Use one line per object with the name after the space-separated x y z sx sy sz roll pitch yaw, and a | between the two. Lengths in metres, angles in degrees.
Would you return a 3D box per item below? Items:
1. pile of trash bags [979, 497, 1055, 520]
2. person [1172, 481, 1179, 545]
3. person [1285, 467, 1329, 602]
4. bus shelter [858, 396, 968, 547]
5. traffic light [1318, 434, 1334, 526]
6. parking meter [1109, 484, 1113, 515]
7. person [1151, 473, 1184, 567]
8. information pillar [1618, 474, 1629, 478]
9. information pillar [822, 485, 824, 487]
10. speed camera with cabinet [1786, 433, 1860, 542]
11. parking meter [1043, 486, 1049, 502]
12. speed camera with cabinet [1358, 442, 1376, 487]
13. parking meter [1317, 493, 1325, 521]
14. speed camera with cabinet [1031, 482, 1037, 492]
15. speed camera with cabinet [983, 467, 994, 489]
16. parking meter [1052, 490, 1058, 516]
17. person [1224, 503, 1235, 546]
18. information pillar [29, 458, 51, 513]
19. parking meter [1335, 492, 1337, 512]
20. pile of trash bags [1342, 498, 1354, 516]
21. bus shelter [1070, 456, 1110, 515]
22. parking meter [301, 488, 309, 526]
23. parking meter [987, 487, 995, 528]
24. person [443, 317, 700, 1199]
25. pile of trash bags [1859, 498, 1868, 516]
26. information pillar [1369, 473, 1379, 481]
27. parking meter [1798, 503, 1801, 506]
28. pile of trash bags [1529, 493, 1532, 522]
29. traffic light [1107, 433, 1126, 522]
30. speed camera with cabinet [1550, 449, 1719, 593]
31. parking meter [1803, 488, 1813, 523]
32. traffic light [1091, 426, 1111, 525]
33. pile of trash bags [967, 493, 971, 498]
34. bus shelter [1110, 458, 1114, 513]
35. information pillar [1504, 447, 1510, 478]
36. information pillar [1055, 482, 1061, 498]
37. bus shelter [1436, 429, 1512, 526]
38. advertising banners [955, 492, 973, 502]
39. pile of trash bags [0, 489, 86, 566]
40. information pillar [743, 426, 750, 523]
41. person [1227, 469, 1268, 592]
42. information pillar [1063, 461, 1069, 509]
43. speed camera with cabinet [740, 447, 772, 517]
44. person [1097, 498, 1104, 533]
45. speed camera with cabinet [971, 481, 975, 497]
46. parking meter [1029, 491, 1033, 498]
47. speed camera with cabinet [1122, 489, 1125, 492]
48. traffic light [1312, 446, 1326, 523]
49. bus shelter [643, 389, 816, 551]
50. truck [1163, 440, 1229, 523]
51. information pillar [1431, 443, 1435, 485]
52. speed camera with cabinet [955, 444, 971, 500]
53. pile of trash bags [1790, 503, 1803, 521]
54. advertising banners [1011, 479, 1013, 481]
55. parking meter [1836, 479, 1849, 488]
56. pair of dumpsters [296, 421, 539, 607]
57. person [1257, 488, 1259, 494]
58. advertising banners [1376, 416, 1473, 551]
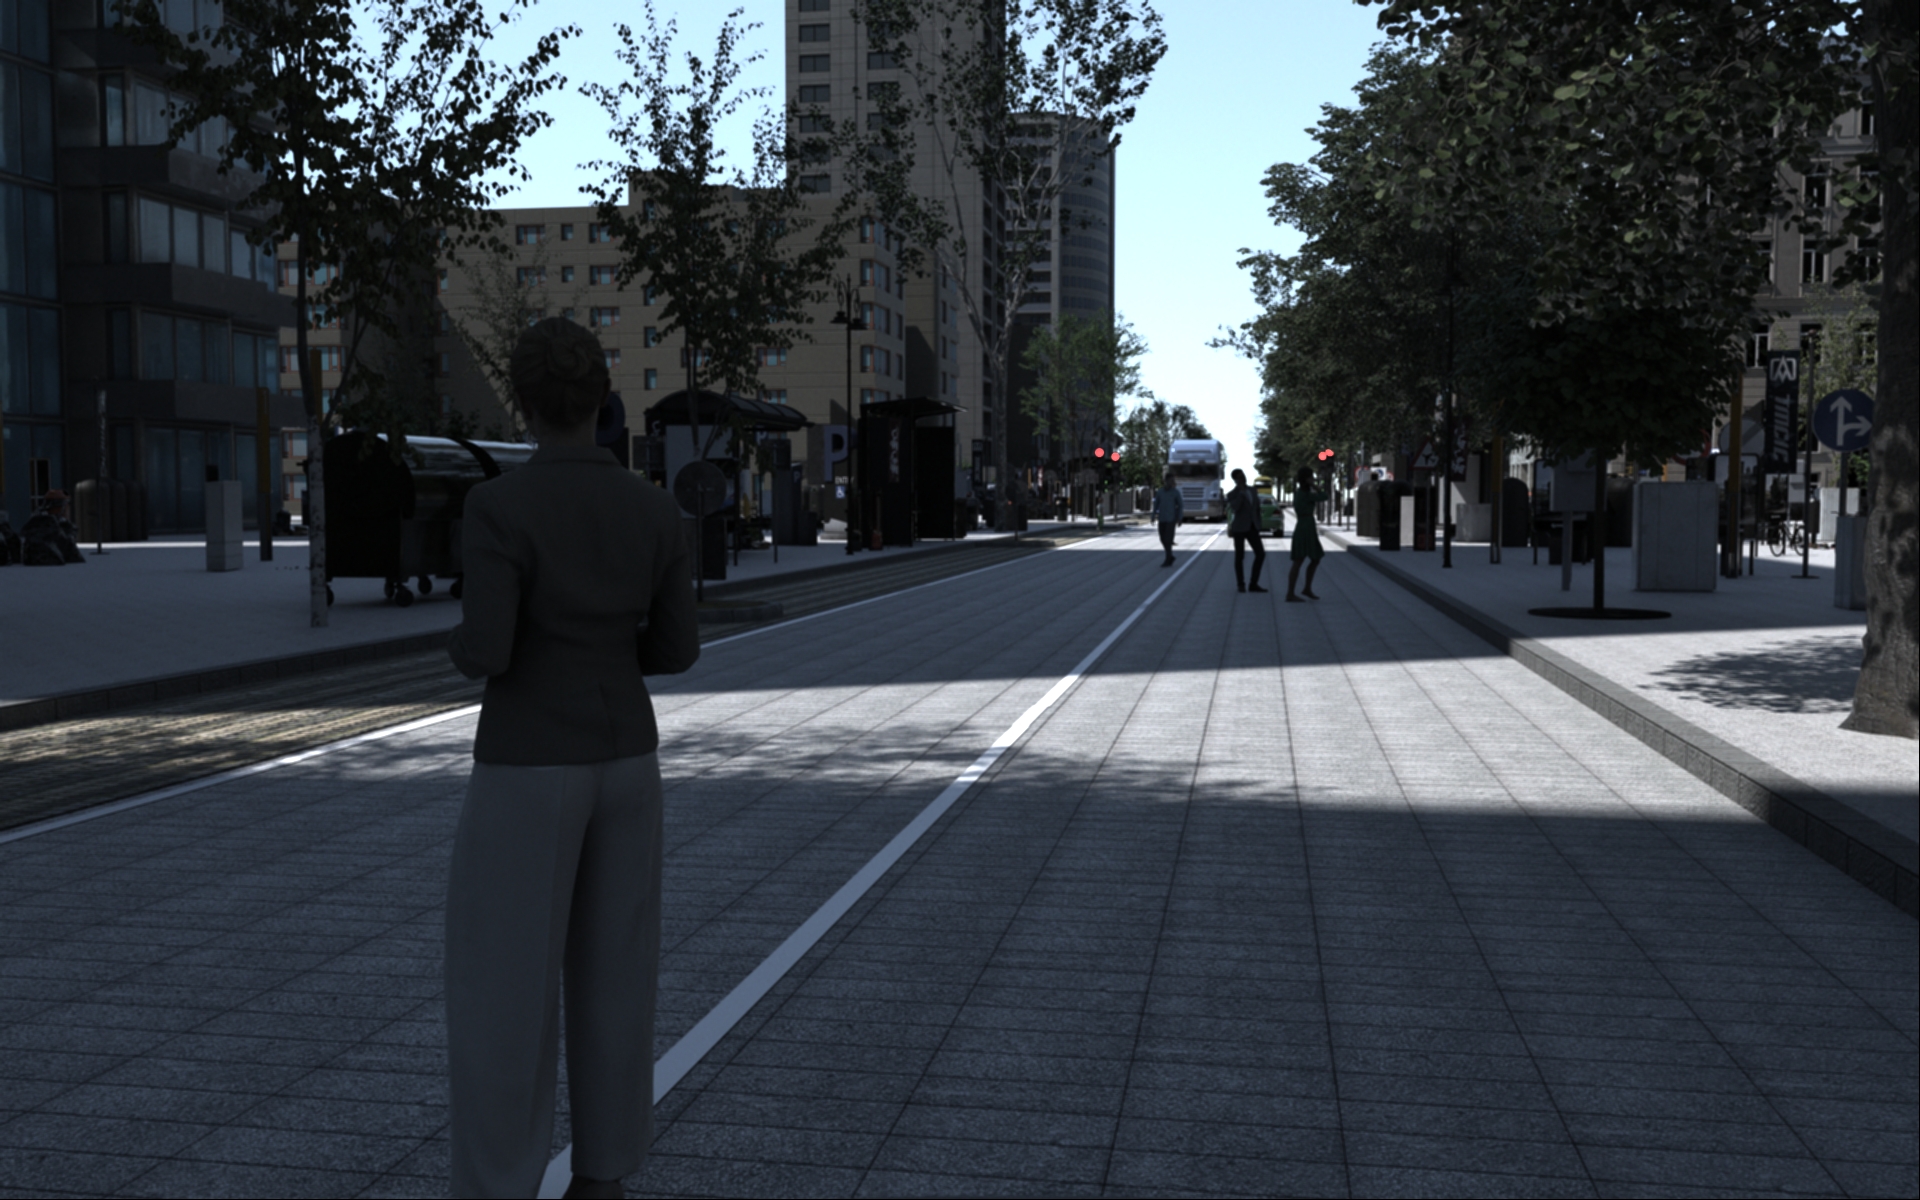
2.972 -4.632 85.478 3.447 1.369 1.912 -3 5 -42 | pile of trash bags
5.900 -2.435 48.489 0.721 1.800 0.419 -2 4 -35 | person
4.593 -0.881 23.147 0.529 1.795 0.600 -1 4 -11 | person
-1.142 -3.274 44.805 1.731 3.624 6.357 1 4 10 | bus shelter
14.860 -4.943 69.739 0.839 4.253 0.868 1 4 10 | traffic light
9.087 -6.022 104.173 0.255 1.863 0.399 1 4 9 | parking meter
4.144 -1.578 34.165 0.638 1.841 0.748 3 5 39 | person
24.779 -3.687 64.770 0.304 2.012 0.304 -2 4 -24 | information pillar
-7.327 -6.268 93.839 0.183 3.616 0.504 -3 4 -38 | information pillar
23.143 -3.206 46.762 2.038 3.252 0.660 0 4 1 | speed camera with cabinet
5.485 -6.409 110.490 0.255 1.863 0.399 -1 4 -14 | parking meter
15.366 -4.307 64.749 0.660 3.252 2.038 0 4 2 | speed camera with cabinet
17.202 -4.533 82.524 0.372 1.533 0.369 0 3 0 | parking meter
5.584 -9.103 143.161 0.660 3.252 2.038 -3 4 -38 | speed camera with cabinet
2.658 -8.066 126.221 2.038 3.252 0.660 -2 4 -26 | speed camera with cabinet
5.490 -5.604 100.037 0.372 1.533 0.369 0 3 0 | parking meter
7.771 -2.411 48.263 0.623 1.781 0.721 -2 4 -27 | person
-18.830 -1.896 35.491 0.304 2.012 0.304 3 5 42 | information pillar
26.095 -6.876 120.840 0.372 1.533 0.369 0 3 0 | parking meter
23.920 -5.579 100.961 3.447 1.369 1.912 -3 5 -44 | pile of trash bags
8.072 -7.166 108.453 1.731 3.624 6.357 1 4 10 | bus shelter
-26.522 -3.784 70.282 0.372 1.533 0.369 0 3 0 | parking meter
1.210 -3.528 66.100 0.372 1.533 0.369 0 3 0 | parking meter
-0.767 0.352 3.299 0.519 1.759 0.362 -3 5 -41 | person
40.822 -4.229 78.904 3.447 1.369 1.912 -2 4 -34 | pile of trash bags
14.216 -3.365 59.506 0.304 2.012 0.304 1 4 9 | information pillar
41.347 -4.886 85.598 0.399 1.863 0.255 1 4 15 | parking meter
21.933 -3.272 63.247 1.912 1.369 3.447 -2 4 -34 | pile of trash bags
7.137 -5.519 79.153 0.839 4.253 0.868 1 4 10 | traffic light
8.915 -1.749 22.931 2.038 3.252 0.660 1 4 14 | speed camera with cabinet
37.236 -4.137 76.056 0.372 1.533 0.369 0 3 0 | parking meter
5.780 -5.037 71.283 0.839 4.253 0.868 1 4 10 | traffic light
1.527 -5.929 106.697 3.447 1.369 1.912 -3 4 -36 | pile of trash bags
9.627 -7.670 116.694 1.731 3.624 6.357 1 4 10 | bus shelter
26.474 -5.667 84.011 0.504 3.616 0.183 -2 4 -35 | information pillar
5.815 -5.986 102.356 0.304 2.012 0.304 1 4 15 | information pillar
16.708 -3.846 56.800 2.014 3.302 5.546 1 4 10 | bus shelter
-0.123 -6.934 109.552 2.074 3.025 0.090 2 4 30 | advertising banners
-17.238 -1.371 32.168 1.912 1.369 3.447 -1 4 -11 | pile of trash bags
-7.091 -4.052 57.610 0.183 3.616 0.504 1 4 9 | information pillar
4.202 -1.018 25.322 0.592 1.802 0.473 -1 4 -8 | person
7.358 -8.045 122.895 0.183 3.616 0.504 -1 4 -16 | information pillar
-8.539 -4.813 73.023 2.038 3.252 0.660 -1 4 -13 | speed camera with cabinet
5.133 -3.103 63.476 0.306 1.304 0.590 2 4 31 | person
0.453 -7.327 114.129 0.660 3.252 2.038 1 4 14 | speed camera with cabinet
5.154 -7.244 126.856 0.372 1.533 0.369 0 3 0 | parking meter
11.341 -8.178 128.041 2.038 3.252 0.660 -2 4 -33 | speed camera with cabinet
16.218 -5.424 77.608 0.839 4.253 0.868 1 4 10 | traffic light
-4.683 -2.584 36.173 2.014 3.302 5.546 1 4 10 | bus shelter
12.729 -6.215 91.372 2.967 4.110 18.799 1 4 10 | truck
21.611 -5.409 79.797 0.504 3.616 0.183 0 4 3 | information pillar
-0.502 -4.525 68.326 0.660 3.252 2.038 -2 4 -32 | speed camera with cabinet
40.686 -4.523 83.710 3.447 1.369 1.912 0 4 2 | pile of trash bags
3.341 -7.246 114.652 0.090 3.025 2.074 0 4 -5 | advertising banners
33.095 -3.626 64.988 0.255 1.863 0.399 -1 4 -15 | parking meter
-6.489 -1.170 21.617 1.574 2.255 4.437 1 4 10 | pair of dumpsters
19.762 -6.553 115.598 0.622 1.834 0.822 -3 4 -39 | person
10.445 -2.618 38.986 2.074 3.025 0.090 1 4 15 | advertising banners
